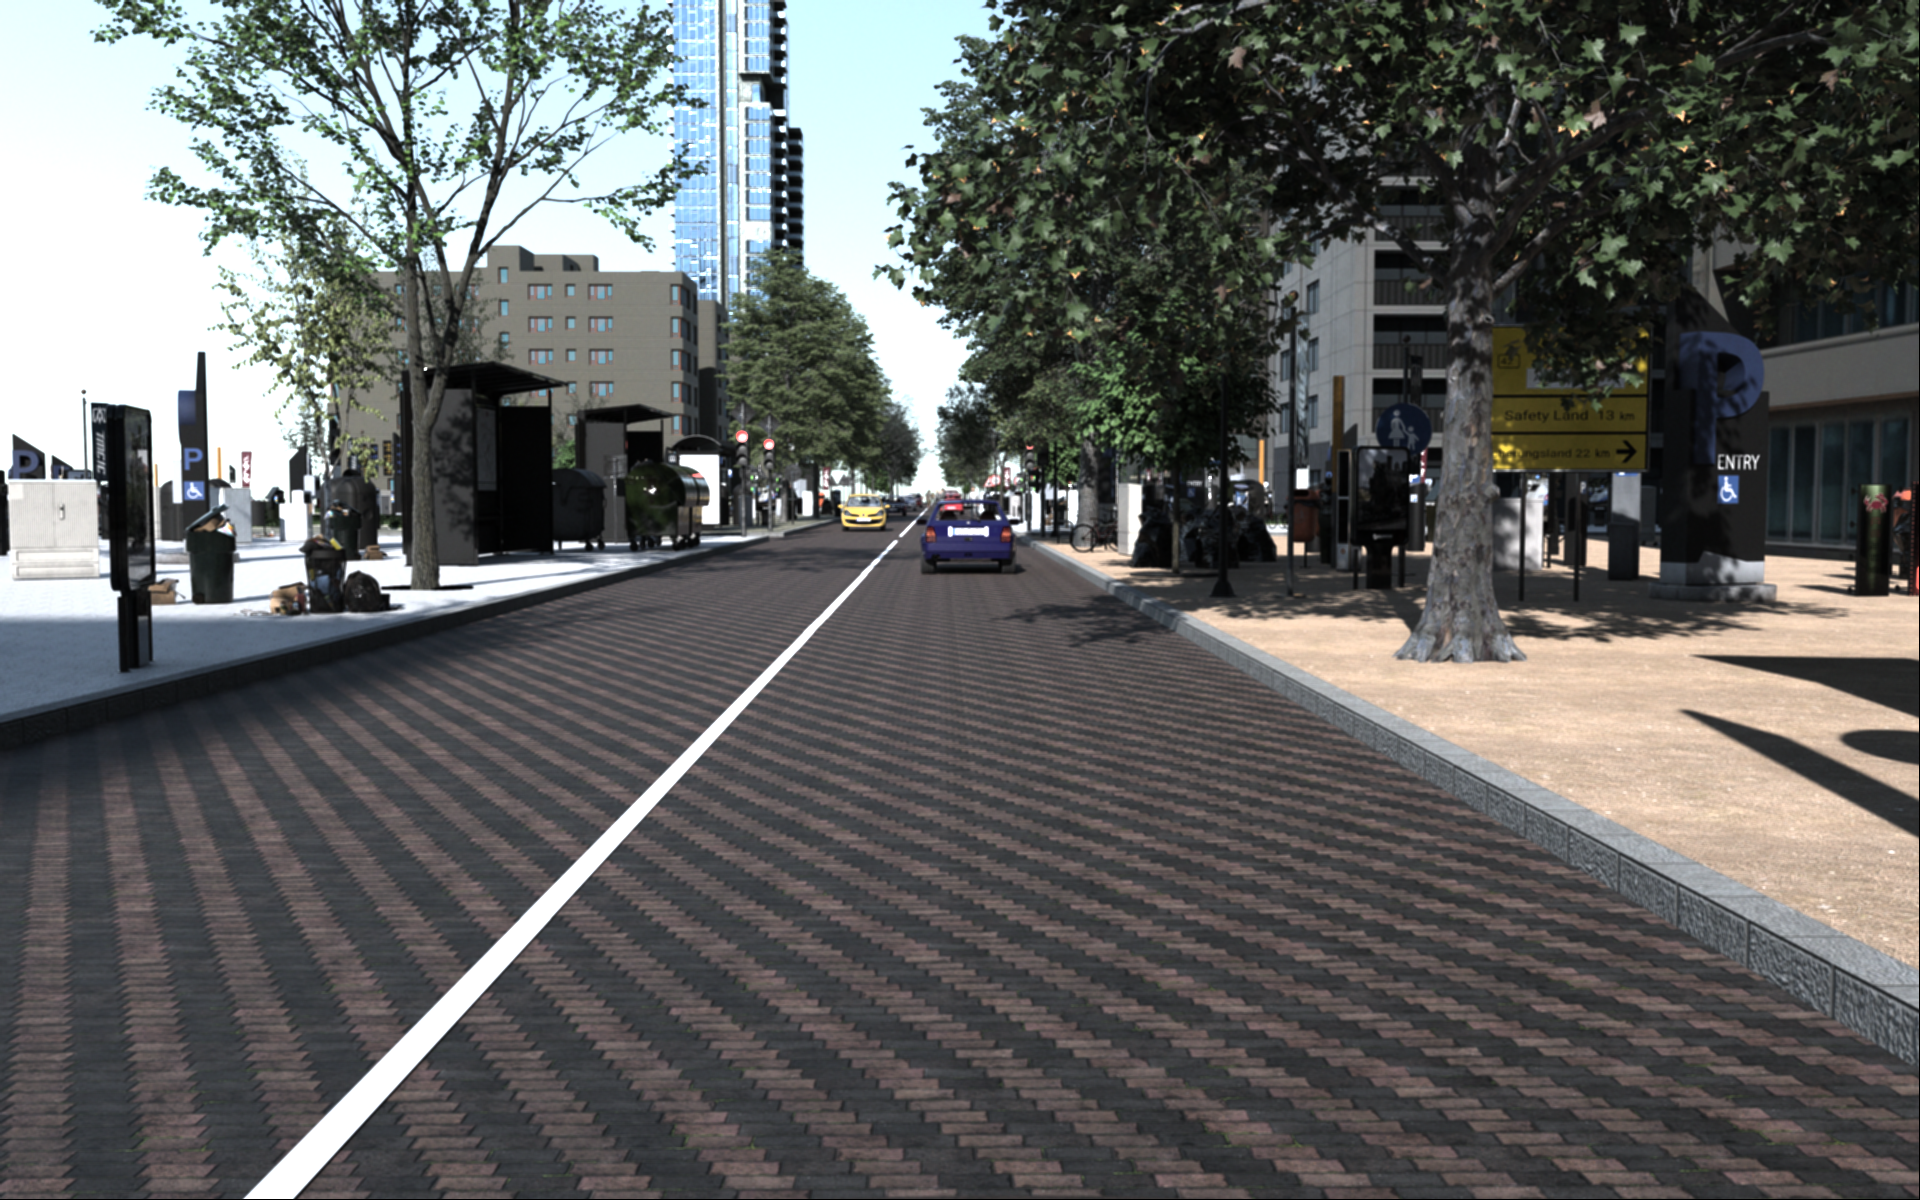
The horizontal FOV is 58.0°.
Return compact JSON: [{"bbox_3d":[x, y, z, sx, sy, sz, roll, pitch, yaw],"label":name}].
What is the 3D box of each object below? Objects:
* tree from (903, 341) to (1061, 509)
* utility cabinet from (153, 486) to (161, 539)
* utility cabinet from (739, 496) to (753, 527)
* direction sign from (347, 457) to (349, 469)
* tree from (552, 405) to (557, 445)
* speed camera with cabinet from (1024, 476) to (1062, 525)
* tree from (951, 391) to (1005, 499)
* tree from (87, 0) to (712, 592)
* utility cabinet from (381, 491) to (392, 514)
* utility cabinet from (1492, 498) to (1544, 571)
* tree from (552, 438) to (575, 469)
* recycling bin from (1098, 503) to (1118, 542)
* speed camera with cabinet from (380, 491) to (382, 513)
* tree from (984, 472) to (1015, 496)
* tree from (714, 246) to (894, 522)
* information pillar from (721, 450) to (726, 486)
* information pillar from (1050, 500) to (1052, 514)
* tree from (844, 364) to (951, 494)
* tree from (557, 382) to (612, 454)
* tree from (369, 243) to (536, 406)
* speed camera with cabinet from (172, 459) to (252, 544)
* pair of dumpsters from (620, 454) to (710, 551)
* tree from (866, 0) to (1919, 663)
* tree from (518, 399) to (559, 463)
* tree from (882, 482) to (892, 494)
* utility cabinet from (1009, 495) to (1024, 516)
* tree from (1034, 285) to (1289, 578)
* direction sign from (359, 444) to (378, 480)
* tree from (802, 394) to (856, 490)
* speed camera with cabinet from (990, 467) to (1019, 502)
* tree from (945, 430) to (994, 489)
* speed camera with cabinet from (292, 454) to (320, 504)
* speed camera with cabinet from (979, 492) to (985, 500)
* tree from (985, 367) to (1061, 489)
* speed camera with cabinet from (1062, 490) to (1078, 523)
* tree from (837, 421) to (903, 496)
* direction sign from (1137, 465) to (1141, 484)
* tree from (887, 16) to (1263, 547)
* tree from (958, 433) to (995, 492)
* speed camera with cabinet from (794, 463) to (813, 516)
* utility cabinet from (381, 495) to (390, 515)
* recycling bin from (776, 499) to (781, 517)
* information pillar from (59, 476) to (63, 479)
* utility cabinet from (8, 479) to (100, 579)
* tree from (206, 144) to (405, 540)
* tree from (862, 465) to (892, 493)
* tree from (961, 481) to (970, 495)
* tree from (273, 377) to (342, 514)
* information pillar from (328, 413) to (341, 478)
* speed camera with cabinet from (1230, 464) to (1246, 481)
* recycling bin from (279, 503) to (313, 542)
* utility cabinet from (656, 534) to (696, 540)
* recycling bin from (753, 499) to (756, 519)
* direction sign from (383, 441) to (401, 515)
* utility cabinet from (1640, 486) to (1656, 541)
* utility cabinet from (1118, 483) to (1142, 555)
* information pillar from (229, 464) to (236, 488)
[{"bbox_3d":[2.238,-10.095,99.463,8.767,10.594,7.601,1,4,16],"label":"tree"},{"bbox_3d":[-22.957,-2.475,49.141,1.173,1.500,0.318,3,4,38],"label":"utility cabinet"},{"bbox_3d":[-8.460,-3.498,68.360,0.306,1.237,1.020,-1,4,-23],"label":"utility cabinet"},{"bbox_3d":[-37.105,-6.976,106.058,0.876,3.537,0.379,1,4,15],"label":"direction sign"},{"bbox_3d":[-25.433,-8.953,96.740,4.360,8.622,3.978,0,3,0],"label":"tree"},{"bbox_3d":[3.387,-4.789,72.628,0.660,3.252,2.038,-2,4,-27],"label":"speed camera with cabinet"},{"bbox_3d":[1.200,-17.816,201.658,12.009,13.543,11.850,0,3,0],"label":"tree"},{"bbox_3d":[-7.072,-5.953,23.082,9.928,11.665,9.643,0,3,0],"label":"tree"},{"bbox_3d":[-35.564,-6.036,107.373,0.318,1.500,1.173,3,5,39],"label":"utility cabinet"},{"bbox_3d":[9.273,-1.096,29.085,1.020,1.237,0.306,-1,4,-17],"label":"utility cabinet"},{"bbox_3d":[-19.010,-6.325,87.120,4.285,4.588,4.351,0,3,0],"label":"tree"},{"bbox_3d":[3.869,-2.076,46.499,0.722,1.027,0.722,0,4,8],"label":"recycling bin"},{"bbox_3d":[-27.906,-5.289,80.811,0.660,3.252,2.038,1,4,21],"label":"speed camera with cabinet"},{"bbox_3d":[3.053,-8.053,126.274,1.663,3.219,1.824,0,3,0],"label":"tree"},{"bbox_3d":[-7.885,-9.897,79.936,7.486,12.596,7.792,0,3,0],"label":"tree"},{"bbox_3d":[-11.829,-5.777,85.814,0.504,3.616,0.183,0,4,2],"label":"information pillar"},{"bbox_3d":[5.637,-6.147,104.996,0.304,2.012,0.304,2,4,26],"label":"information pillar"},{"bbox_3d":[-8.103,-15.282,160.227,12.009,13.543,11.850,0,3,0],"label":"tree"},{"bbox_3d":[-24.368,-9.874,111.806,4.360,8.622,3.978,0,3,0],"label":"tree"},{"bbox_3d":[-14.138,-5.976,48.066,4.360,8.622,3.978,0,3,0],"label":"tree"},{"bbox_3d":[-18.996,-3.038,44.002,0.660,3.252,2.038,1,4,23],"label":"speed camera with cabinet"},{"bbox_3d":[-6.907,-2.336,40.685,1.574,2.255,4.437,0,4,-1],"label":"pair of dumpsters"},{"bbox_3d":[4.047,-5.883,13.190,9.611,12.733,9.660,0,3,0],"label":"tree"},{"bbox_3d":[-32.426,-11.036,130.803,4.737,8.622,4.395,0,3,0],"label":"tree"},{"bbox_3d":[-8.761,-13.097,208.731,1.663,3.219,1.824,0,3,0],"label":"tree"},{"bbox_3d":[3.420,-5.552,101.933,1.020,1.237,0.306,-1,4,-22],"label":"utility cabinet"},{"bbox_3d":[3.448,-2.650,27.041,4.285,4.588,4.351,0,3,0],"label":"tree"},{"bbox_3d":[-26.793,-5.293,78.544,0.876,3.537,0.379,-3,5,-45],"label":"direction sign"},{"bbox_3d":[-8.044,-9.044,98.229,4.360,8.622,3.978,0,3,0],"label":"tree"},{"bbox_3d":[3.303,-8.219,128.723,2.038,3.252,0.660,1,4,10],"label":"speed camera with cabinet"},{"bbox_3d":[1.267,-20.411,251.848,7.486,12.596,7.792,0,3,0],"label":"tree"},{"bbox_3d":[-31.710,-5.486,84.035,0.660,3.252,2.038,0,4,3],"label":"speed camera with cabinet"},{"bbox_3d":[2.528,-8.406,131.776,2.038,3.252,0.660,-1,4,-13],"label":"speed camera with cabinet"},{"bbox_3d":[3.506,-8.368,87.181,4.737,8.622,4.395,0,3,0],"label":"tree"},{"bbox_3d":[4.252,-5.005,76.171,2.038,3.252,0.660,0,4,-3],"label":"speed camera with cabinet"},{"bbox_3d":[-9.193,-14.614,173.355,8.767,10.594,7.601,1,4,16],"label":"tree"},{"bbox_3d":[13.828,-8.671,133.763,0.379,3.537,0.876,1,4,21],"label":"direction sign"},{"bbox_3d":[3.107,-8.269,41.848,9.857,13.997,8.962,0,3,0],"label":"tree"},{"bbox_3d":[1.908,-12.716,158.263,4.360,8.622,3.978,0,3,0],"label":"tree"},{"bbox_3d":[-9.102,-6.610,102.404,0.660,3.252,2.038,-3,4,-37],"label":"speed camera with cabinet"},{"bbox_3d":[-31.602,-5.109,94.701,0.306,1.237,1.020,1,4,17],"label":"utility cabinet"},{"bbox_3d":[-10.001,-5.245,98.303,0.722,1.027,0.722,-2,4,-24],"label":"recycling bin"},{"bbox_3d":[-35.635,-3.942,68.942,0.304,2.012,0.304,-3,5,-44],"label":"information pillar"},{"bbox_3d":[-13.622,-1.062,26.047,1.173,1.500,0.318,-2,4,-31],"label":"utility cabinet"},{"bbox_3d":[-13.516,-5.276,36.625,4.737,8.622,4.395,0,3,0],"label":"tree"},{"bbox_3d":[-9.082,-12.563,189.122,4.285,4.588,4.351,0,3,0],"label":"tree"},{"bbox_3d":[0.844,-16.812,269.478,1.663,3.219,1.824,0,3,0],"label":"tree"},{"bbox_3d":[-39.743,-9.526,106.106,4.360,8.622,3.978,0,3,0],"label":"tree"},{"bbox_3d":[-18.162,-3.608,50.345,0.183,3.616,0.504,1,4,10],"label":"information pillar"},{"bbox_3d":[13.168,-5.280,80.662,0.660,3.252,2.038,2,4,28],"label":"speed camera with cabinet"},{"bbox_3d":[-17.928,-2.093,46.779,0.722,1.027,0.722,-1,4,-10],"label":"recycling bin"},{"bbox_3d":[-7.855,-2.393,47.808,0.318,1.500,1.173,3,5,41],"label":"utility cabinet"},{"bbox_3d":[-10.773,-4.637,88.367,0.722,1.027,0.722,0,4,-4],"label":"recycling bin"},{"bbox_3d":[-23.988,-4.983,73.464,0.876,3.537,0.379,-2,4,-31],"label":"direction sign"},{"bbox_3d":[18.316,-2.341,46.947,1.173,1.500,0.318,-2,4,-24],"label":"utility cabinet"},{"bbox_3d":[3.581,-1.697,36.425,0.318,1.500,1.173,0,4,-5],"label":"utility cabinet"},{"bbox_3d":[-56.439,-8.748,134.384,0.504,3.616,0.183,0,4,5],"label":"information pillar"}]
